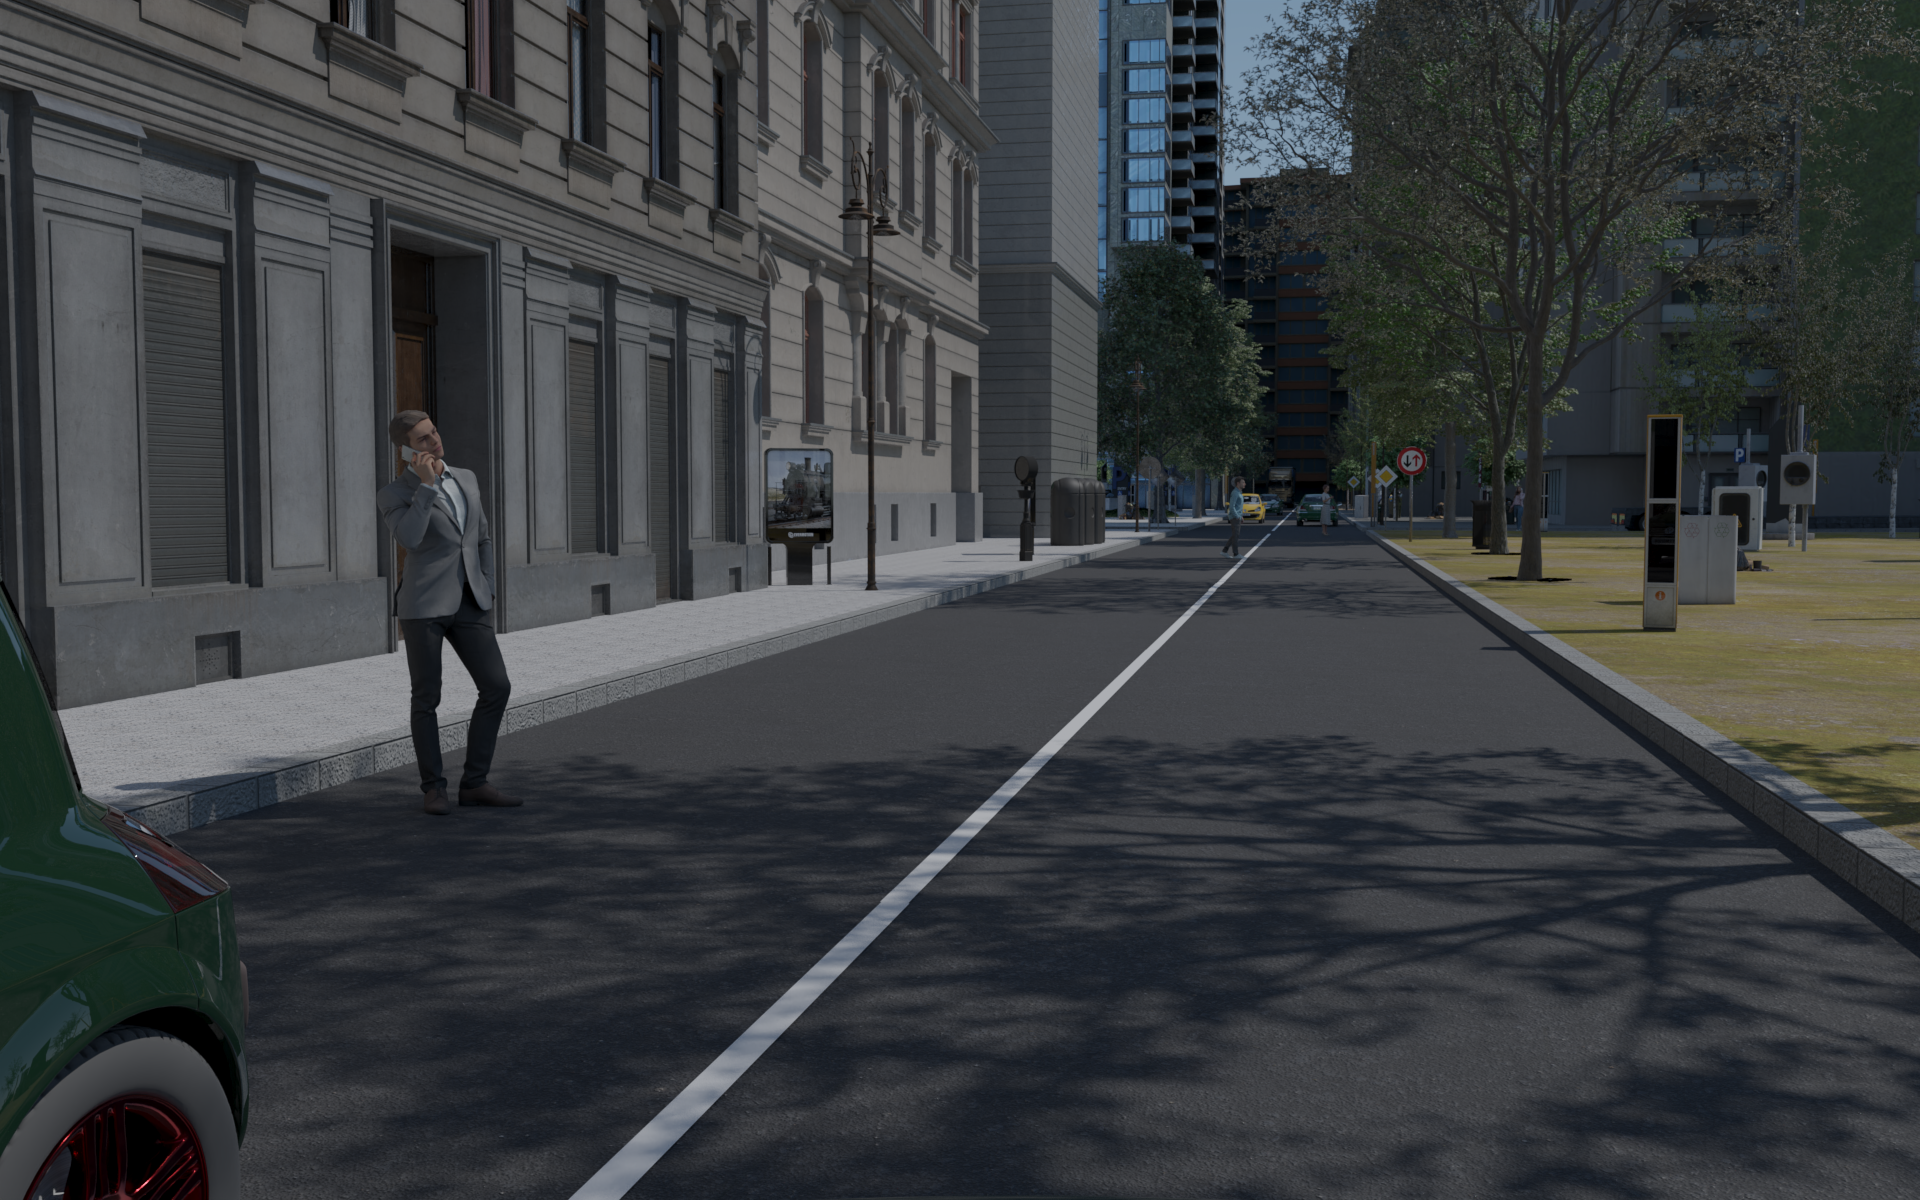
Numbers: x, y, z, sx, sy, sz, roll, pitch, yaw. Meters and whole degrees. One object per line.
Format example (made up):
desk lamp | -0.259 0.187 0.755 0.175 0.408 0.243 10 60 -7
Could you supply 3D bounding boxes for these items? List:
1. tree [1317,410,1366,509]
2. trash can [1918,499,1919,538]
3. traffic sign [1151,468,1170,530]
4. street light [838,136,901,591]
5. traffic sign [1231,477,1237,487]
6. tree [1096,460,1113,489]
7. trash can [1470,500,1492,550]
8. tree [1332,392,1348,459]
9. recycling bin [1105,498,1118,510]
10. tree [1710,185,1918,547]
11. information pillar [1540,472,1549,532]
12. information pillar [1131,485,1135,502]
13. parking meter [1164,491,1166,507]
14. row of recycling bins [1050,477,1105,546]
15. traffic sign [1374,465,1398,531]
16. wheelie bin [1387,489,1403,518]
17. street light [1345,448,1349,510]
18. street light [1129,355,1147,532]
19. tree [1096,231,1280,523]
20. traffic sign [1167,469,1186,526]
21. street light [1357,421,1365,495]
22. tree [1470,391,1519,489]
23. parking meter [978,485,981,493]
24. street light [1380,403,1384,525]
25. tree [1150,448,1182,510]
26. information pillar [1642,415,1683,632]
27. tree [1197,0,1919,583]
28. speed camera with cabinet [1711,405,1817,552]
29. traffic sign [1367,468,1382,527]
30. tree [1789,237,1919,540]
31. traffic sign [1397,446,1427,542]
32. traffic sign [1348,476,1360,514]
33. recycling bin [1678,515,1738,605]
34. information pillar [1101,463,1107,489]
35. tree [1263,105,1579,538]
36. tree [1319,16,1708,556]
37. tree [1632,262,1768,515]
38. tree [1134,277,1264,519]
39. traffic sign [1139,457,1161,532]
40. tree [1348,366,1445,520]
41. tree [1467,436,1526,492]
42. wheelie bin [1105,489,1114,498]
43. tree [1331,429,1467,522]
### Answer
tree | 33.385 -12.205 149.908 4.360 8.622 3.978 0 3 0
trash can | 26.974 -2.226 48.048 0.748 1.137 0.748 0 3 0
traffic sign | 7.045 -3.537 61.479 0.795 2.450 0.064 1 4 11
street light | -1.179 -3.064 22.888 0.468 5.910 1.993 1 4 11
traffic sign | 20.381 -7.814 127.865 0.768 2.556 0.104 1 4 21
tree | 11.233 -9.774 143.524 4.285 4.588 4.351 0 3 0
trash can | 12.212 -1.746 40.207 0.748 1.137 0.748 0 3 0
tree | 23.037 -8.850 95.057 4.737 8.622 4.395 0 3 0
recycling bin | 9.355 -5.834 107.947 0.722 1.027 0.722 -2 4 -33
tree | 20.492 -5.596 41.865 4.360 8.622 3.978 0 3 0
information pillar | 19.707 -3.311 58.623 0.304 2.012 0.304 3 5 45
information pillar | 13.765 -8.187 138.351 0.304 2.012 0.304 0 4 -7
parking meter | 12.618 -6.085 107.895 0.372 1.533 0.369 0 3 0
row of recycling bins | 3.073 -2.273 44.281 1.069 1.692 3.534 1 4 16
traffic sign | 14.730 -3.441 59.909 0.795 2.450 0.064 1 4 11
wheelie bin | 23.278 -5.180 92.605 0.693 1.594 0.980 2 4 31
street light | 31.497 -10.285 140.946 0.468 5.910 1.993 1 4 11
street light | 5.931 -5.201 57.816 0.468 5.910 1.993 1 4 11
tree | 8.638 -9.710 75.762 9.611 12.733 9.660 0 3 0
traffic sign | 8.629 -4.016 69.306 0.795 2.450 0.064 1 4 11
street light | 24.556 -8.149 106.023 0.468 5.910 1.993 1 4 11
tree | 30.255 -8.810 94.408 4.360 8.622 3.978 0 3 0
parking meter | 0.419 -2.539 49.926 0.372 1.533 0.369 0 3 0
street light | 17.277 -5.987 70.674 0.468 5.910 1.993 1 4 11
tree | 14.189 -10.298 118.739 4.737 8.622 4.395 0 3 0
information pillar | 6.576 -0.717 16.214 0.304 2.012 0.304 1 4 23
tree | 8.595 -7.032 25.345 12.009 13.543 11.850 0 3 0
speed camera with cabinet | 18.046 -2.723 38.857 2.038 3.252 0.660 2 4 31
traffic sign | 16.314 -3.920 67.736 0.795 2.450 0.064 1 4 11
tree | 27.804 -6.155 50.992 4.360 8.622 3.978 0 3 0
traffic sign | 12.094 -2.832 46.417 0.768 2.556 0.104 1 4 12
traffic sign | 24.750 -6.589 108.915 0.795 2.450 0.064 1 4 17
recycling bin | 8.660 -0.481 20.421 0.722 1.027 0.722 0 4 1
information pillar | 10.397 -8.172 124.972 0.504 3.616 0.183 -2 4 -31
tree | 14.050 -8.121 50.902 7.486 12.596 7.792 0 3 0
tree | 11.478 -6.768 36.411 9.928 11.665 9.643 0 3 0
tree | 23.820 -6.436 55.589 4.737 8.622 4.395 0 3 0
tree | 12.461 -10.568 90.918 7.486 12.596 7.792 0 3 0
traffic sign | 6.471 -3.610 59.133 0.768 2.556 0.104 1 4 20
tree | 22.102 -8.342 86.758 4.737 8.622 4.395 0 3 0
tree | 25.967 -6.131 83.961 4.285 4.588 4.351 0 3 0
wheelie bin | 10.079 -6.776 118.695 0.980 1.594 0.693 2 4 24
tree | 20.539 -5.961 81.181 4.285 4.588 4.351 0 3 0
